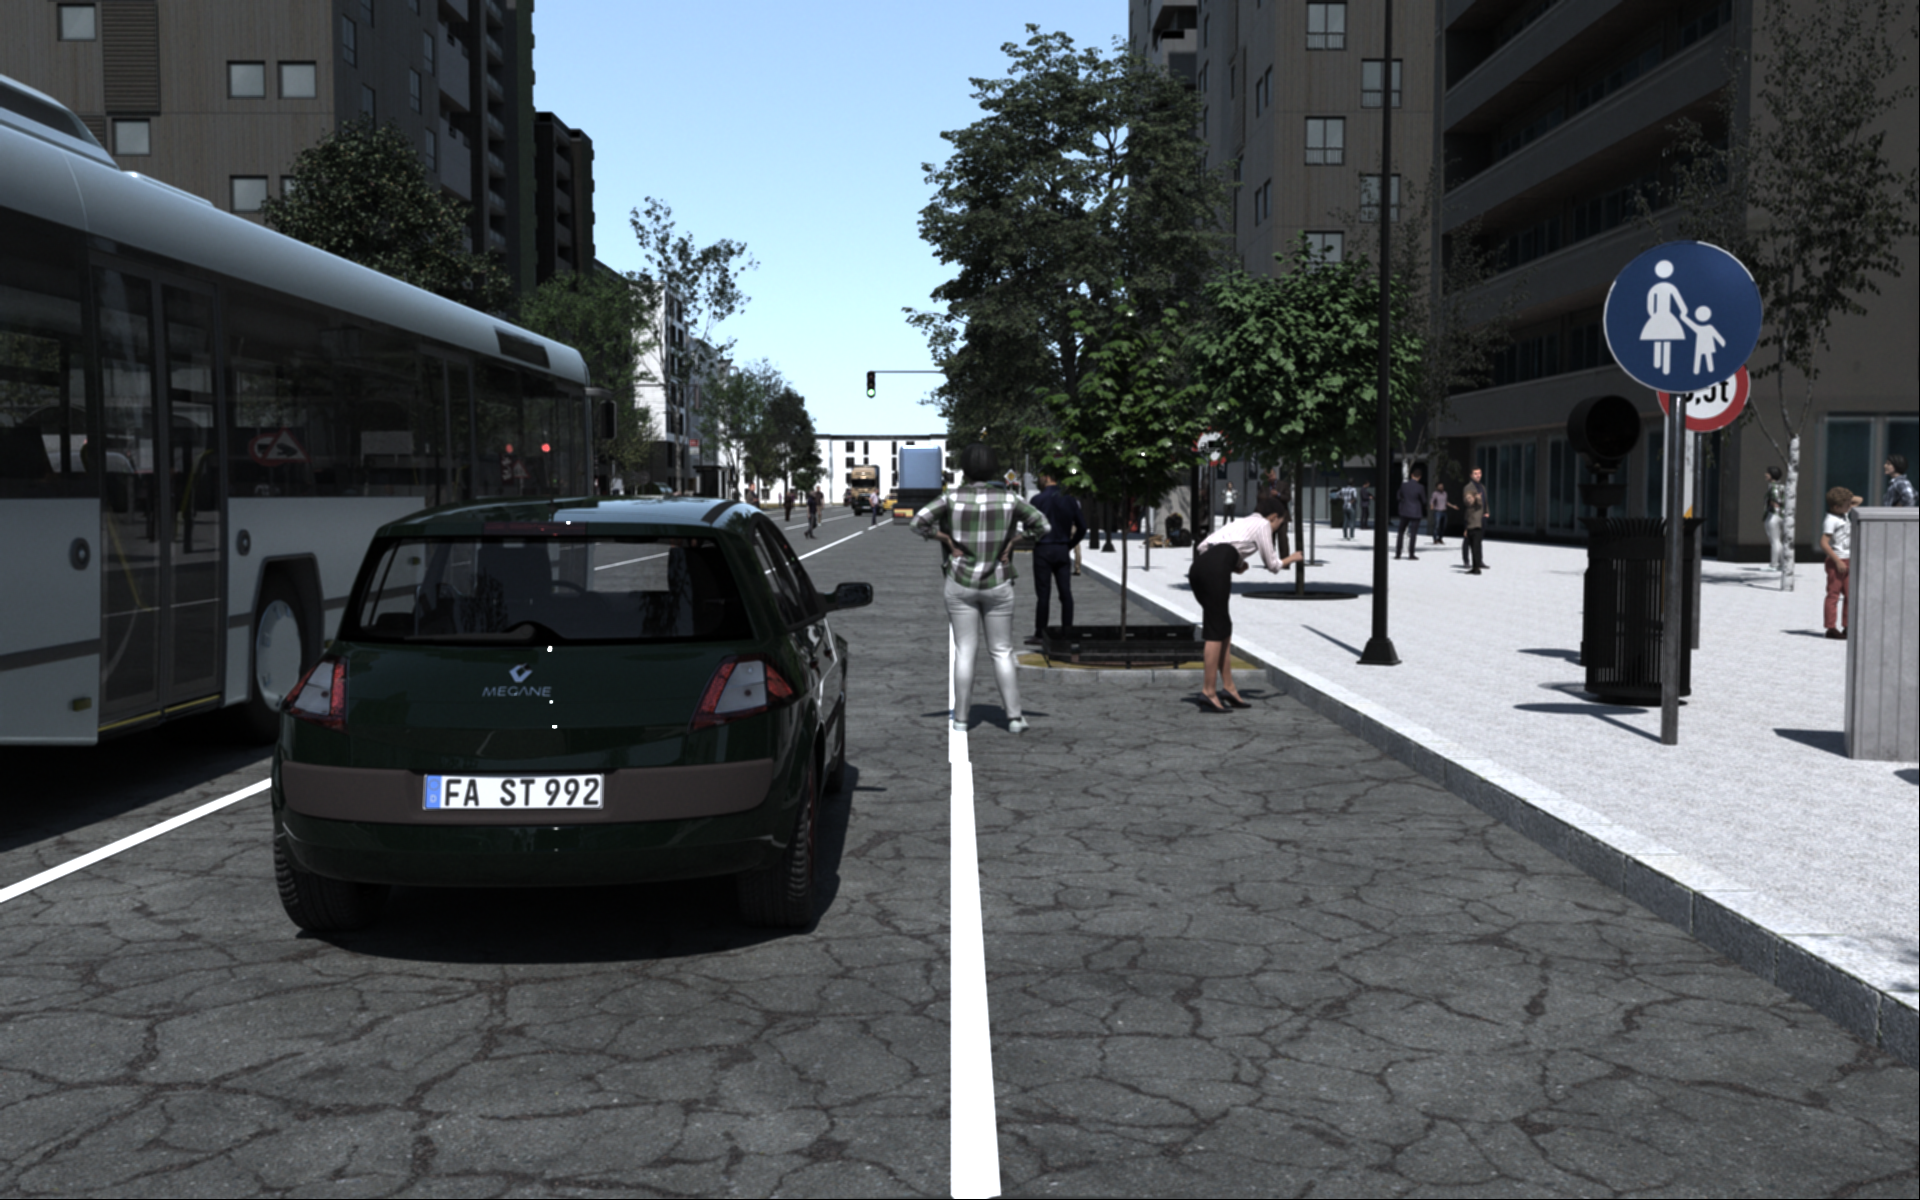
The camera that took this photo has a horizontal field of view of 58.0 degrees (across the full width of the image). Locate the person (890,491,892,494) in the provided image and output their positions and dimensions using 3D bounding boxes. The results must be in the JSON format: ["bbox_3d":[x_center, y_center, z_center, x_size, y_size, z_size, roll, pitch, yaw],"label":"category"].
[{"bbox_3d":[-6.543,-9.579,165.796,0.721,1.739,1.217,2,4,33],"label":"person"}]

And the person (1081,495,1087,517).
[{"bbox_3d":[3.818,-3.036,56.510,0.655,1.722,0.431,-1,4,-17],"label":"person"}]

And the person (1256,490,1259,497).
[{"bbox_3d":[13.828,-4.403,78.856,0.431,1.722,0.655,-3,5,-40],"label":"person"}]

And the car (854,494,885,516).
[{"bbox_3d":[-6.063,-6.455,115.323,2.009,1.686,4.222,0,4,2],"label":"car"}]

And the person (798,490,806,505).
[{"bbox_3d":[-19.243,-12.485,210.187,1.348,1.821,0.705,2,4,35],"label":"person"}]

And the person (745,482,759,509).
[{"bbox_3d":[-5.666,-2.392,48.144,0.750,1.759,0.617,3,5,42],"label":"person"}]

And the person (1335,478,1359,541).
[{"bbox_3d":[10.740,-2.509,47.794,0.376,1.734,0.841,-2,4,-24],"label":"person"}]

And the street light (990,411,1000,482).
[{"bbox_3d":[2.335,-7.565,96.234,1.470,5.913,1.316,0,4,0],"label":"street light"}]

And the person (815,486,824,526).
[{"bbox_3d":[-6.462,-4.270,78.446,0.598,1.807,0.434,0,4,4],"label":"person"}]

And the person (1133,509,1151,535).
[{"bbox_3d":[5.661,-2.738,54.047,0.776,1.435,0.726,2,4,25],"label":"person"}]

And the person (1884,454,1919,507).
[{"bbox_3d":[10.757,-0.799,19.827,0.376,1.734,0.841,3,4,37],"label":"person"}]

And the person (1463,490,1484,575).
[{"bbox_3d":[8.234,-1.089,27.754,0.340,1.345,0.435,-2,4,-30],"label":"person"}]

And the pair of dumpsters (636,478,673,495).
[{"bbox_3d":[-18.221,-6.161,103.223,1.574,2.255,4.437,0,3,0],"label":"pair of dumpsters"}]

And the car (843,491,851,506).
[{"bbox_3d":[-12.795,-12.147,207.276,2.281,1.827,5.304,0,4,1],"label":"car"}]

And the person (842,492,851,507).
[{"bbox_3d":[-12.766,-11.337,194.649,1.217,1.735,0.721,1,4,23],"label":"person"}]

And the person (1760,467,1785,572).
[{"bbox_3d":[13.502,-1.339,28.655,0.841,1.734,0.376,-3,5,-42],"label":"person"}]

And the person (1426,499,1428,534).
[{"bbox_3d":[15.370,-3.032,56.171,0.990,1.755,0.434,-3,5,-39],"label":"person"}]

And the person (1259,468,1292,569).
[{"bbox_3d":[5.377,-1.397,29.568,0.565,1.739,0.600,0,4,-1],"label":"person"}]

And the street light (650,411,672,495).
[{"bbox_3d":[-16.838,-7.635,97.374,1.470,5.913,1.316,0,4,0],"label":"street light"}]

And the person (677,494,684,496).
[{"bbox_3d":[-4.268,-0.960,27.428,0.421,1.427,0.697,2,4,29],"label":"person"}]

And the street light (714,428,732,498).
[{"bbox_3d":[-16.821,-9.183,122.676,1.470,5.913,1.316,0,4,0],"label":"street light"}]

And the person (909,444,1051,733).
[{"bbox_3d":[0.123,-0.073,10.418,0.841,1.734,0.376,0,4,1],"label":"person"}]

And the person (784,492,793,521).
[{"bbox_3d":[-9.072,-4.948,91.668,0.482,1.546,0.388,-1,4,-21],"label":"person"}]

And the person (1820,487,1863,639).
[{"bbox_3d":[7.831,-0.328,15.321,0.340,1.345,0.435,3,5,39],"label":"person"}]

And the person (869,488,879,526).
[{"bbox_3d":[-3.793,-4.204,78.167,0.436,1.711,0.756,3,4,37],"label":"person"}]

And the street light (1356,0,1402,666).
[{"bbox_3d":[2.634,-2.471,12.940,1.470,5.913,1.316,0,4,0],"label":"street light"}]

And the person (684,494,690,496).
[{"bbox_3d":[-6.148,-1.608,38.030,0.697,1.427,0.421,3,5,42],"label":"person"}]

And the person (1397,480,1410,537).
[{"bbox_3d":[13.226,-2.722,51.472,0.541,1.710,0.530,-1,4,-10],"label":"person"}]

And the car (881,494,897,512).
[{"bbox_3d":[-5.291,-7.834,138.315,2.015,1.641,3.980,0,4,-2],"label":"car"}]

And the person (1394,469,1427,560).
[{"bbox_3d":[8.842,-1.678,33.926,0.683,1.767,0.568,3,4,36],"label":"person"}]

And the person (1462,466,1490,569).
[{"bbox_3d":[8.932,-1.416,29.718,0.617,1.759,0.750,-1,4,-15],"label":"person"}]

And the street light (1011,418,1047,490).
[{"bbox_3d":[2.602,-5.565,63.530,1.470,5.913,1.316,0,4,0],"label":"street light"}]

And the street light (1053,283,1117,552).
[{"bbox_3d":[2.748,-4.015,38.193,1.470,5.913,1.316,0,4,0],"label":"street light"}]

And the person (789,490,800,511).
[{"bbox_3d":[-14.410,-8.563,149.193,1.217,1.739,0.721,-1,4,-14],"label":"person"}]

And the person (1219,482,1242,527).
[{"bbox_3d":[9.942,-3.494,63.888,0.841,1.734,0.376,1,4,21],"label":"person"}]

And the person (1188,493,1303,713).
[{"bbox_3d":[1.874,0.013,11.475,0.628,1.438,0.799,2,4,26],"label":"person"}]

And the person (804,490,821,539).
[{"bbox_3d":[-4.729,-2.724,55.242,0.569,1.553,0.471,-3,4,-38],"label":"person"}]

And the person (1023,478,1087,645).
[{"bbox_3d":[0.856,-0.450,16.568,0.576,1.737,0.504,-2,4,-35],"label":"person"}]

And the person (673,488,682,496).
[{"bbox_3d":[-17.826,-6.226,109.295,0.566,1.644,0.517,-2,4,-34],"label":"person"}]

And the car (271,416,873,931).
[{"bbox_3d":[-1.372,0.165,7.096,2.009,1.686,4.222,0,4,-2],"label":"car"}]

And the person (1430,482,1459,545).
[{"bbox_3d":[12.166,-2.195,43.885,0.963,1.587,0.435,-2,4,-32],"label":"person"}]

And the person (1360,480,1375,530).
[{"bbox_3d":[14.636,-3.401,62.100,0.568,1.767,0.683,1,4,20],"label":"person"}]

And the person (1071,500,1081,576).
[{"bbox_3d":[1.912,-1.212,30.383,0.516,1.574,0.319,-2,4,-30],"label":"person"}]

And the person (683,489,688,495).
[{"bbox_3d":[-23.527,-8.689,148.935,1.217,1.723,0.721,0,4,4],"label":"person"}]
